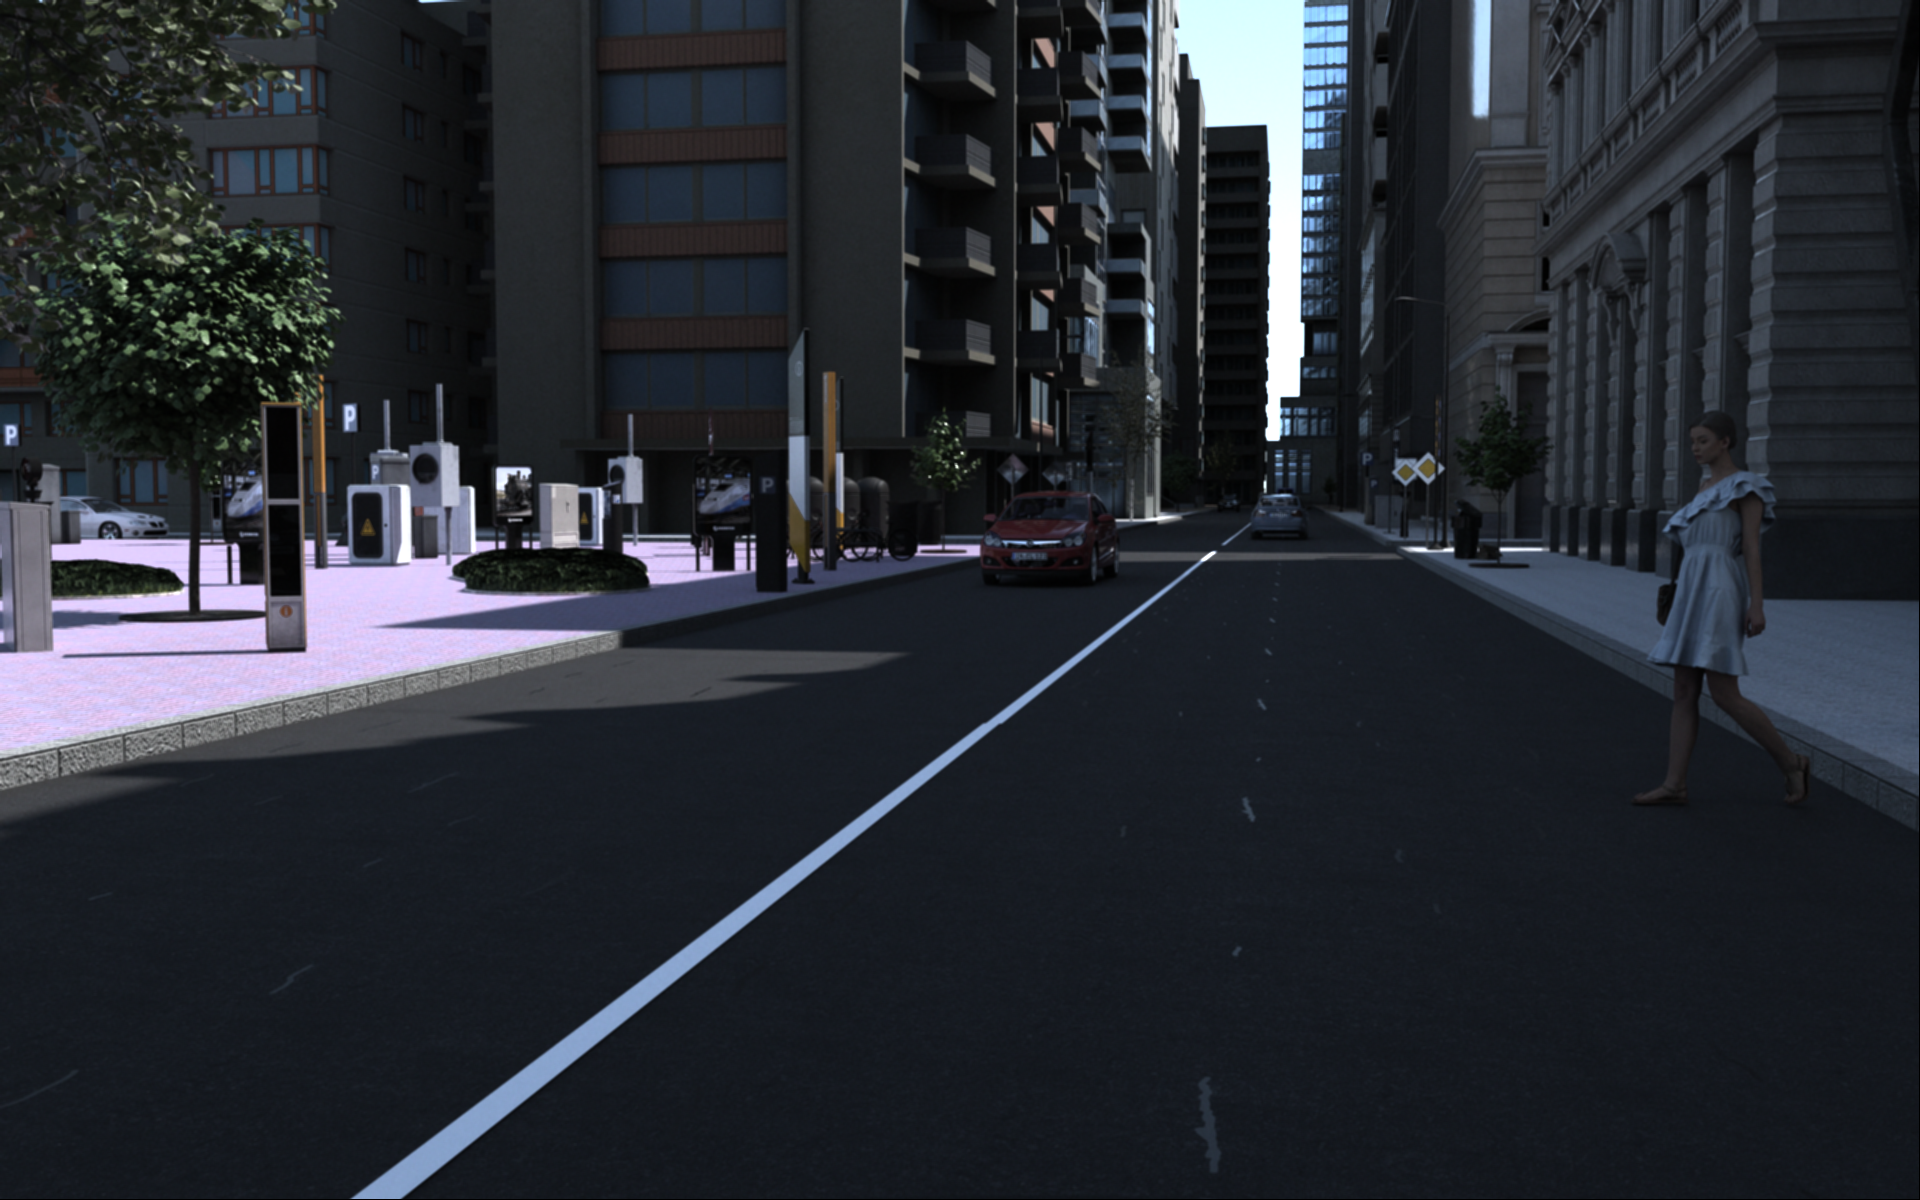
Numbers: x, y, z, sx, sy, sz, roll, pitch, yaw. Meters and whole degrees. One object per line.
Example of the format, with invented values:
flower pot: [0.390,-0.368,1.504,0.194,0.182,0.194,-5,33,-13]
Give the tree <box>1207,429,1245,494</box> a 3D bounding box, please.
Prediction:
tree: [30.289,-15.117,197.516,4.360,8.622,3.978,0,3,0]

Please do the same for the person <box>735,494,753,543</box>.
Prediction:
person: [-6.031,-2.400,48.010,0.573,1.790,0.520,0,4,-4]

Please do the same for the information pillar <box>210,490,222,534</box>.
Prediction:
information pillar: [-24.168,-3.164,56.226,0.304,2.012,0.304,-2,4,-34]

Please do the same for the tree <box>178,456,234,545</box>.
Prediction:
tree: [-18.879,-3.016,43.906,1.663,3.219,1.824,0,3,0]

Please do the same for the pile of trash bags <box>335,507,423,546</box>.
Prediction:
pile of trash bags: [-13.815,-2.001,42.476,3.447,1.369,1.912,3,5,44]

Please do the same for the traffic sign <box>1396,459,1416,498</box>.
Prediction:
traffic sign: [12.830,-2.921,49.884,0.606,2.300,0.079,1,4,11]

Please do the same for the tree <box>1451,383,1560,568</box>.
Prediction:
tree: [9.367,-2.192,30.436,1.663,3.219,1.824,0,3,0]

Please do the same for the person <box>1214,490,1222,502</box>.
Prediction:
person: [30.714,-12.054,205.218,1.348,1.869,0.705,2,4,33]

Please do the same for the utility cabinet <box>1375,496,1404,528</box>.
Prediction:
utility cabinet: [16.069,-3.282,64.822,1.020,1.237,0.306,-1,4,-9]

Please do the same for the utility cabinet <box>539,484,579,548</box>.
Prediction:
utility cabinet: [-8.574,-1.740,37.130,0.318,1.500,1.173,1,4,16]

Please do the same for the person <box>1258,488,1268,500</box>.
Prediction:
person: [17.422,-5.567,99.715,0.606,1.804,0.583,0,4,-7]

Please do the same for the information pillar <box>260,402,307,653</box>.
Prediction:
information pillar: [-5.498,-0.586,14.076,0.304,2.012,0.304,-2,4,-23]

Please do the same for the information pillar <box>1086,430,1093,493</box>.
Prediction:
information pillar: [4.791,-4.439,63.938,0.183,3.616,0.504,-1,4,-15]

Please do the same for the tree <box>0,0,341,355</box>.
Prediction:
tree: [-7.170,-5.550,8.862,7.486,12.596,7.792,0,3,0]

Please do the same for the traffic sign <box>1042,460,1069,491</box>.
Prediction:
traffic sign: [2.790,-2.879,50.717,0.795,2.450,0.064,1,4,11]

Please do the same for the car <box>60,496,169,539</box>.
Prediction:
car: [-25.853,-2.380,51.274,4.827,1.381,2.083,1,4,11]

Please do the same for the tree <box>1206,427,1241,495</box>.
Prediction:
tree: [28.948,-14.723,191.075,4.737,8.622,4.395,0,3,0]

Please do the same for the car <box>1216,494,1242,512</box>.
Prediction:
car: [21.539,-7.884,138.688,2.009,1.686,4.222,1,4,10]

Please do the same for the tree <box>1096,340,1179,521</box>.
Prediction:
tree: [8.391,-8.152,83.650,4.360,8.622,3.978,0,3,0]

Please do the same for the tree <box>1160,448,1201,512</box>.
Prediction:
tree: [15.438,-8.543,123.385,4.285,4.588,4.351,0,3,0]

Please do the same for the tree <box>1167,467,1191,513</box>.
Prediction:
tree: [15.350,-7.692,120.362,1.663,3.219,1.824,0,3,0]

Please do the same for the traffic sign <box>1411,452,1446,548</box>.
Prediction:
traffic sign: [11.069,-2.285,41.005,0.795,2.450,0.064,1,4,11]

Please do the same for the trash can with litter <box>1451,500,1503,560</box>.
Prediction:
trash can with litter: [10.200,-1.389,34.094,0.624,1.170,1.055,-3,4,-37]

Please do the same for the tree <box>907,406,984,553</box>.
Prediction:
tree: [-0.245,-2.651,37.951,1.663,3.219,1.824,0,3,0]

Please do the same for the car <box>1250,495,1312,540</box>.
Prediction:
car: [10.343,-2.688,55.949,2.014,1.417,4.499,1,4,12]

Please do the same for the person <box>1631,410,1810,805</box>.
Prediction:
person: [3.486,0.038,7.967,0.778,1.811,0.616,0,4,2]

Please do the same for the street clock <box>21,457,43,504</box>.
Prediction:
street clock: [-18.203,-1.800,34.006,0.471,2.002,0.358,3,5,40]

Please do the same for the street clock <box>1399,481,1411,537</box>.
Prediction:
street clock: [13.207,-2.867,51.443,0.358,2.002,0.471,0,4,-8]

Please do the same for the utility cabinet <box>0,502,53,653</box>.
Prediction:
utility cabinet: [-7.797,-0.202,14.468,0.306,1.237,1.020,-2,4,-33]

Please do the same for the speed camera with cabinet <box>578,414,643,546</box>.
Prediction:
speed camera with cabinet: [-8.805,-2.988,43.190,2.038,3.252,0.660,3,4,38]

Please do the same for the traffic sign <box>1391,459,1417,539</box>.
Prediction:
traffic sign: [12.557,-2.765,48.851,0.795,2.450,0.064,1,4,11]

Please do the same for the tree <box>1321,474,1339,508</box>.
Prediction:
tree: [34.681,-10.304,163.079,1.663,3.219,1.824,0,3,0]

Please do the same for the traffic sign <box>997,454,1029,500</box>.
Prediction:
traffic sign: [1.302,-2.399,42.871,0.795,2.450,0.064,1,4,11]

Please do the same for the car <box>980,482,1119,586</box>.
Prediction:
car: [1.537,-1.197,28.609,2.155,1.783,4.494,1,4,12]

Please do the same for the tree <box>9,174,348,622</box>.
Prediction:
tree: [-7.977,-2.085,17.801,4.285,4.588,4.351,0,3,0]

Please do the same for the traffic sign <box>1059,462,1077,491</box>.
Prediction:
traffic sign: [3.377,-3.202,54.474,0.606,2.300,0.079,1,4,17]

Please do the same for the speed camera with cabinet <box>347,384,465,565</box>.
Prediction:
speed camera with cabinet: [-10.057,-2.257,31.238,2.038,3.252,0.660,1,4,20]

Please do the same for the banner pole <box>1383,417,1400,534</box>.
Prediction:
banner pole: [14.044,-4.042,56.102,0.401,3.779,0.863,-1,4,-13]

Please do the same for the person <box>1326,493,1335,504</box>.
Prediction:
person: [43.154,-11.752,201.476,1.217,1.723,0.721,1,4,20]

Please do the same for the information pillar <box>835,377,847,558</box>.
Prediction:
information pillar: [-2.542,-2.669,34.991,0.504,3.616,0.183,3,5,40]

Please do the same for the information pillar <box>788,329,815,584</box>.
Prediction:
information pillar: [-2.297,-2.047,24.820,0.183,3.616,0.504,-2,4,-34]

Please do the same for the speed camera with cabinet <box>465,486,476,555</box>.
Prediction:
speed camera with cabinet: [-11.384,-2.593,36.730,2.038,3.252,0.660,0,4,-6]
